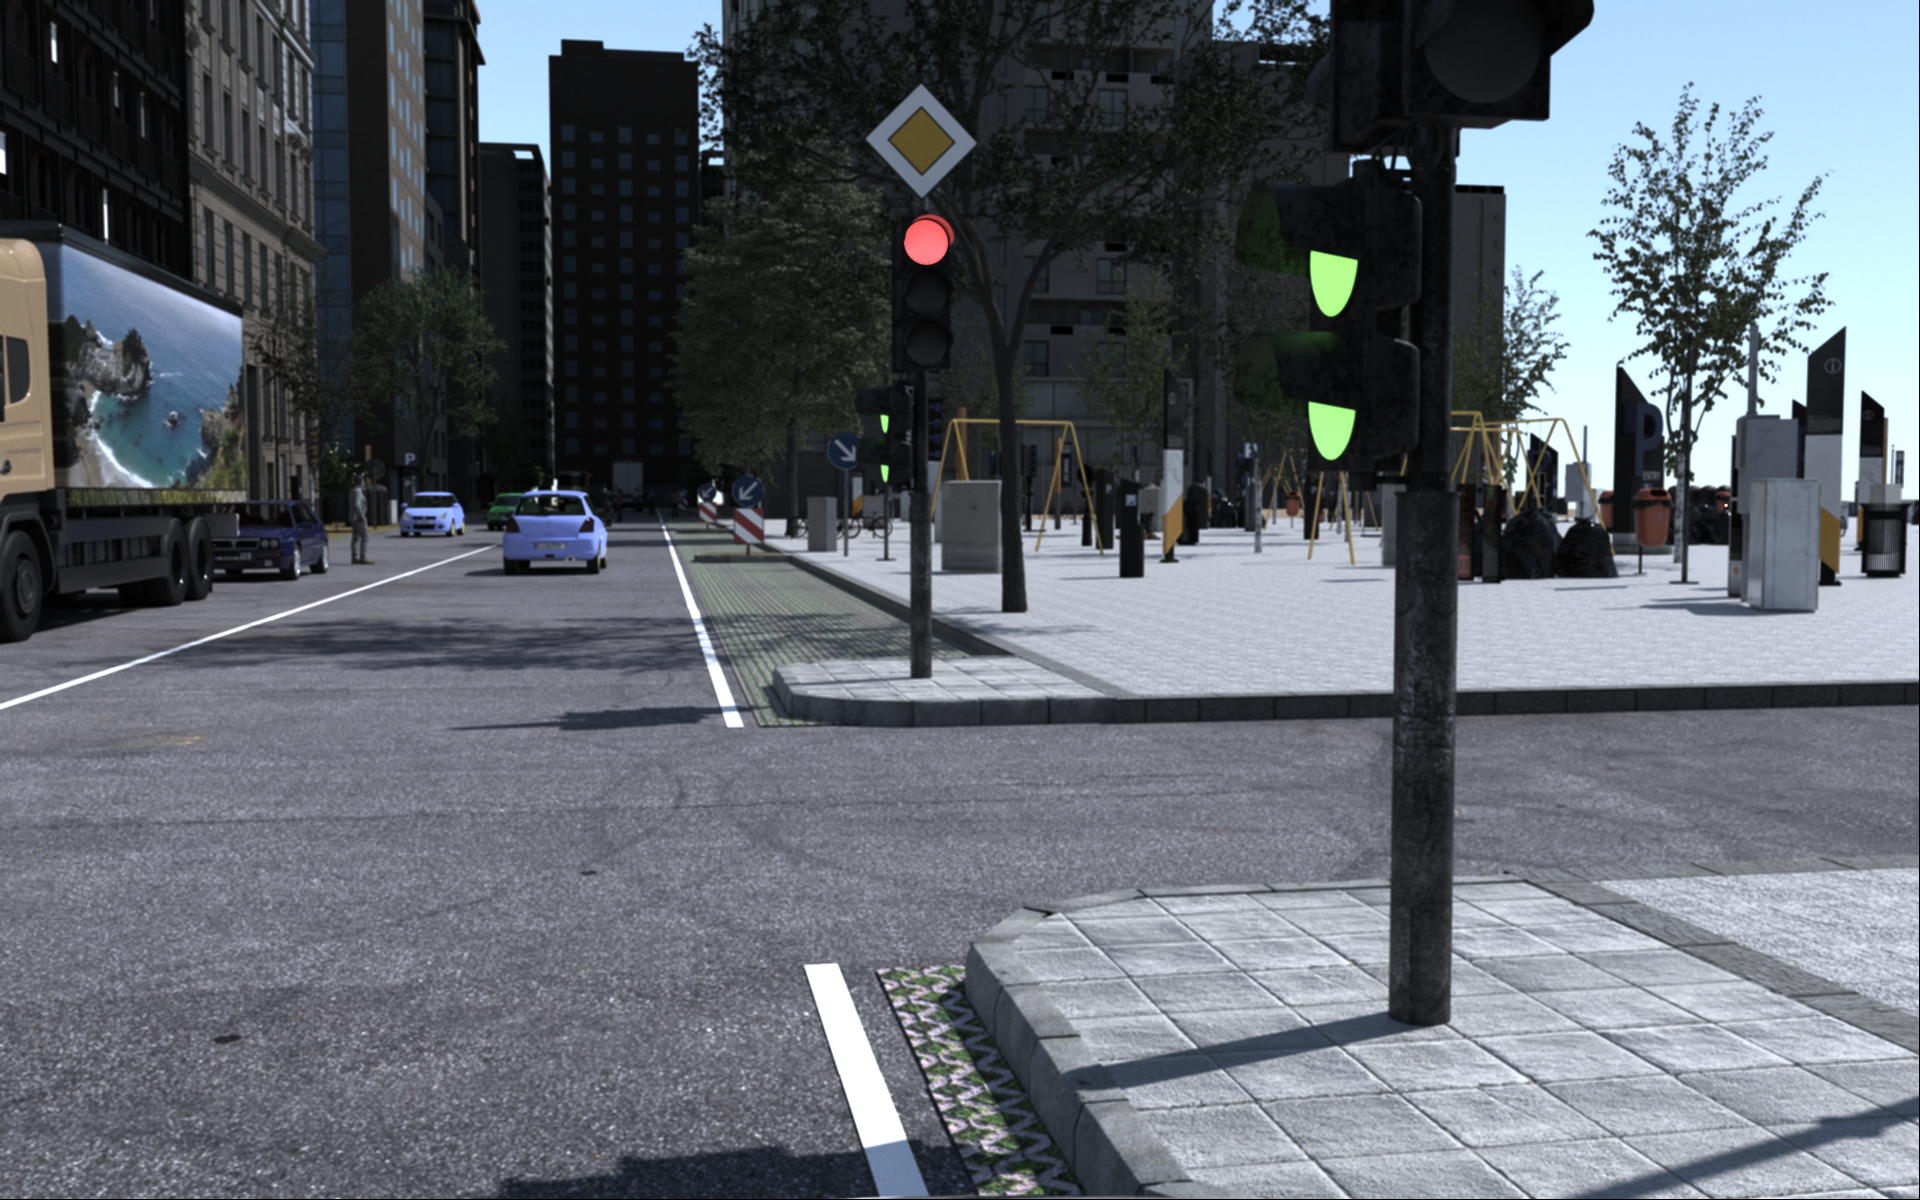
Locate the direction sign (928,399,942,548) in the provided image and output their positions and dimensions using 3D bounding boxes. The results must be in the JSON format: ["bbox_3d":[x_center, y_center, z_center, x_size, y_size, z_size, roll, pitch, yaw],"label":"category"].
[{"bbox_3d":[-0.864,-3.009,41.197,0.876,3.537,0.379,0,4,1],"label":"direction sign"}]

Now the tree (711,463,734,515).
[{"bbox_3d":[-14.599,-6.899,107.401,1.663,3.219,1.824,0,3,0],"label":"tree"}]

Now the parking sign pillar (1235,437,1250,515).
[{"bbox_3d":[13.256,-5.677,81.294,1.447,3.967,1.447,0,4,-2],"label":"parking sign pillar"}]

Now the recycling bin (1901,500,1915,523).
[{"bbox_3d":[42.598,-3.984,77.699,0.722,1.027,0.722,3,4,37],"label":"recycling bin"}]

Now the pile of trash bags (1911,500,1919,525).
[{"bbox_3d":[41.407,-3.883,73.247,1.912,1.369,3.447,3,4,36],"label":"pile of trash bags"}]

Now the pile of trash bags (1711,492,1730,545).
[{"bbox_3d":[18.088,-2.112,44.279,3.447,1.369,1.912,0,4,5],"label":"pile of trash bags"}]

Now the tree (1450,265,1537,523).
[{"bbox_3d":[17.269,-6.396,54.940,4.737,8.622,4.395,0,3,0],"label":"tree"}]

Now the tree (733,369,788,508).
[{"bbox_3d":[-9.297,-8.061,82.153,4.737,8.622,4.395,0,3,0],"label":"tree"}]

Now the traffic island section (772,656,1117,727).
[{"bbox_3d":[-0.250,0.622,12.114,2.009,0.180,2.903,-1,4,-10],"label":"traffic island section"}]

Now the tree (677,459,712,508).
[{"bbox_3d":[-24.890,-10.932,162.452,4.285,4.588,4.351,0,3,0],"label":"tree"}]

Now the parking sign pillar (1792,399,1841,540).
[{"bbox_3d":[23.979,-3.680,48.634,1.447,3.967,1.447,3,5,42],"label":"parking sign pillar"}]

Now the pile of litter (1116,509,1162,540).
[{"bbox_3d":[5.067,-2.150,49.111,1.176,0.858,1.719,-1,4,-12],"label":"pile of litter"}]

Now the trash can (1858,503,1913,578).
[{"bbox_3d":[14.270,-0.923,26.743,0.748,1.137,0.748,0,3,0],"label":"trash can"}]

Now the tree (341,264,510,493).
[{"bbox_3d":[-24.169,-9.308,77.937,9.928,11.665,9.643,0,3,0],"label":"tree"}]

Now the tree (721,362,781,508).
[{"bbox_3d":[-10.835,-8.430,88.190,4.360,8.622,3.978,0,3,0],"label":"tree"}]

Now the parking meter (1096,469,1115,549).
[{"bbox_3d":[3.371,-2.111,40.225,0.399,1.863,0.255,-3,5,-40],"label":"parking meter"}]

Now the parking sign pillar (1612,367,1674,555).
[{"bbox_3d":[14.540,-2.972,37.067,1.447,3.967,1.447,-3,4,-38],"label":"parking sign pillar"}]

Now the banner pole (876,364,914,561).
[{"bbox_3d":[-1.194,-2.651,33.367,0.863,3.779,0.401,0,4,-1],"label":"banner pole"}]

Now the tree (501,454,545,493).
[{"bbox_3d":[-35.228,-9.477,138.666,4.285,4.588,4.351,0,3,0],"label":"tree"}]

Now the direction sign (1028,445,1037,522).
[{"bbox_3d":[3.189,-5.387,80.069,0.876,3.537,0.379,3,5,41],"label":"direction sign"}]

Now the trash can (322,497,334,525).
[{"bbox_3d":[-26.439,-3.701,72.159,0.748,1.137,0.748,0,3,0],"label":"trash can"}]

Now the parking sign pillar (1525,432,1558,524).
[{"bbox_3d":[25.252,-5.303,75.170,1.447,3.967,1.447,-3,5,-40],"label":"parking sign pillar"}]

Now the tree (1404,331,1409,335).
[{"bbox_3d":[17.770,-6.886,62.944,4.737,8.622,4.395,0,3,0],"label":"tree"}]

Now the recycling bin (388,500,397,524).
[{"bbox_3d":[-24.307,-3.719,73.353,0.722,1.027,0.722,0,4,2],"label":"recycling bin"}]

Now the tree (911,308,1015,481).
[{"bbox_3d":[0.003,-7.112,66.646,4.360,8.622,3.978,0,3,0],"label":"tree"}]

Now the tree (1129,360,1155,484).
[{"bbox_3d":[10.220,-8.289,85.885,4.360,8.622,3.978,0,3,0],"label":"tree"}]

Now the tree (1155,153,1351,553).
[{"bbox_3d":[6.486,-5.321,37.364,4.360,8.622,3.978,0,3,0],"label":"tree"}]

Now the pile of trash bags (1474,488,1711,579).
[{"bbox_3d":[9.596,-1.064,27.153,3.447,1.369,1.912,-1,4,-14],"label":"pile of trash bags"}]

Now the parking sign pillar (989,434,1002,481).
[{"bbox_3d":[1.594,-5.381,76.454,1.447,3.967,1.447,0,4,-7],"label":"parking sign pillar"}]

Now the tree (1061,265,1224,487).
[{"bbox_3d":[5.446,-6.366,54.440,4.737,8.622,4.395,0,3,0],"label":"tree"}]

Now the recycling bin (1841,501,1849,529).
[{"bbox_3d":[32.001,-3.112,63.441,0.722,1.027,0.722,-2,4,-24],"label":"recycling bin"}]

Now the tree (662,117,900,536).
[{"bbox_3d":[-4.714,-8.228,52.658,7.486,12.596,7.792,0,3,0],"label":"tree"}]

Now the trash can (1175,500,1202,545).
[{"bbox_3d":[5.713,-1.954,43.607,0.748,1.137,0.748,0,3,0],"label":"trash can"}]

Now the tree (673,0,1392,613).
[{"bbox_3d":[0.668,-5.166,18.879,8.767,10.594,7.601,1,4,9],"label":"tree"}]

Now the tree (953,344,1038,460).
[{"bbox_3d":[1.819,-8.125,83.198,4.737,8.622,4.395,0,3,0],"label":"tree"}]

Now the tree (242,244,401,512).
[{"bbox_3d":[-19.266,-6.210,51.902,4.360,8.622,3.978,0,3,0],"label":"tree"}]

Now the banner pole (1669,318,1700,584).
[{"bbox_3d":[10.300,-2.109,24.501,0.401,3.779,0.863,1,4,21],"label":"banner pole"}]

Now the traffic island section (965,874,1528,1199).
[{"bbox_3d":[1.149,1.103,4.252,2.009,0.180,2.903,-1,4,-10],"label":"traffic island section"}]

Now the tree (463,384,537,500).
[{"bbox_3d":[-30.257,-9.985,113.625,4.737,8.622,4.395,0,3,0],"label":"tree"}]

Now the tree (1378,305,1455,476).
[{"bbox_3d":[10.505,-5.836,45.780,4.360,8.622,3.978,0,3,0],"label":"tree"}]

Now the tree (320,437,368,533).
[{"bbox_3d":[-20.879,-3.863,57.756,1.663,3.219,1.824,0,3,0],"label":"tree"}]

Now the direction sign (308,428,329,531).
[{"bbox_3d":[-22.012,-4.132,59.559,0.379,3.537,0.876,2,4,28],"label":"direction sign"}]

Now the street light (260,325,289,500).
[{"bbox_3d":[-18.755,-4.571,47.519,0.468,5.910,1.993,-1,4,-10],"label":"street light"}]

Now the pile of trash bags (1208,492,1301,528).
[{"bbox_3d":[11.121,-3.401,65.355,3.447,1.369,1.912,0,4,8],"label":"pile of trash bags"}]

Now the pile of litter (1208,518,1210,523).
[{"bbox_3d":[11.835,-3.891,77.590,1.719,0.858,1.176,1,4,10],"label":"pile of litter"}]

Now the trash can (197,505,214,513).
[{"bbox_3d":[-16.904,-1.642,38.498,0.748,1.137,0.748,0,3,0],"label":"trash can"}]

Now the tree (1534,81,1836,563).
[{"bbox_3d":[13.583,-4.989,31.939,4.737,8.622,4.395,0,3,0],"label":"tree"}]

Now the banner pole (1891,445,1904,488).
[{"bbox_3d":[47.388,-5.973,87.674,0.863,3.779,0.401,0,4,-6],"label":"banner pole"}]

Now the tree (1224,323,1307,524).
[{"bbox_3d":[13.133,-7.509,73.131,4.737,8.622,4.395,0,3,0],"label":"tree"}]

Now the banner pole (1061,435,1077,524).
[{"bbox_3d":[4.664,-5.108,73.533,0.863,3.779,0.401,1,4,20],"label":"banner pole"}]
